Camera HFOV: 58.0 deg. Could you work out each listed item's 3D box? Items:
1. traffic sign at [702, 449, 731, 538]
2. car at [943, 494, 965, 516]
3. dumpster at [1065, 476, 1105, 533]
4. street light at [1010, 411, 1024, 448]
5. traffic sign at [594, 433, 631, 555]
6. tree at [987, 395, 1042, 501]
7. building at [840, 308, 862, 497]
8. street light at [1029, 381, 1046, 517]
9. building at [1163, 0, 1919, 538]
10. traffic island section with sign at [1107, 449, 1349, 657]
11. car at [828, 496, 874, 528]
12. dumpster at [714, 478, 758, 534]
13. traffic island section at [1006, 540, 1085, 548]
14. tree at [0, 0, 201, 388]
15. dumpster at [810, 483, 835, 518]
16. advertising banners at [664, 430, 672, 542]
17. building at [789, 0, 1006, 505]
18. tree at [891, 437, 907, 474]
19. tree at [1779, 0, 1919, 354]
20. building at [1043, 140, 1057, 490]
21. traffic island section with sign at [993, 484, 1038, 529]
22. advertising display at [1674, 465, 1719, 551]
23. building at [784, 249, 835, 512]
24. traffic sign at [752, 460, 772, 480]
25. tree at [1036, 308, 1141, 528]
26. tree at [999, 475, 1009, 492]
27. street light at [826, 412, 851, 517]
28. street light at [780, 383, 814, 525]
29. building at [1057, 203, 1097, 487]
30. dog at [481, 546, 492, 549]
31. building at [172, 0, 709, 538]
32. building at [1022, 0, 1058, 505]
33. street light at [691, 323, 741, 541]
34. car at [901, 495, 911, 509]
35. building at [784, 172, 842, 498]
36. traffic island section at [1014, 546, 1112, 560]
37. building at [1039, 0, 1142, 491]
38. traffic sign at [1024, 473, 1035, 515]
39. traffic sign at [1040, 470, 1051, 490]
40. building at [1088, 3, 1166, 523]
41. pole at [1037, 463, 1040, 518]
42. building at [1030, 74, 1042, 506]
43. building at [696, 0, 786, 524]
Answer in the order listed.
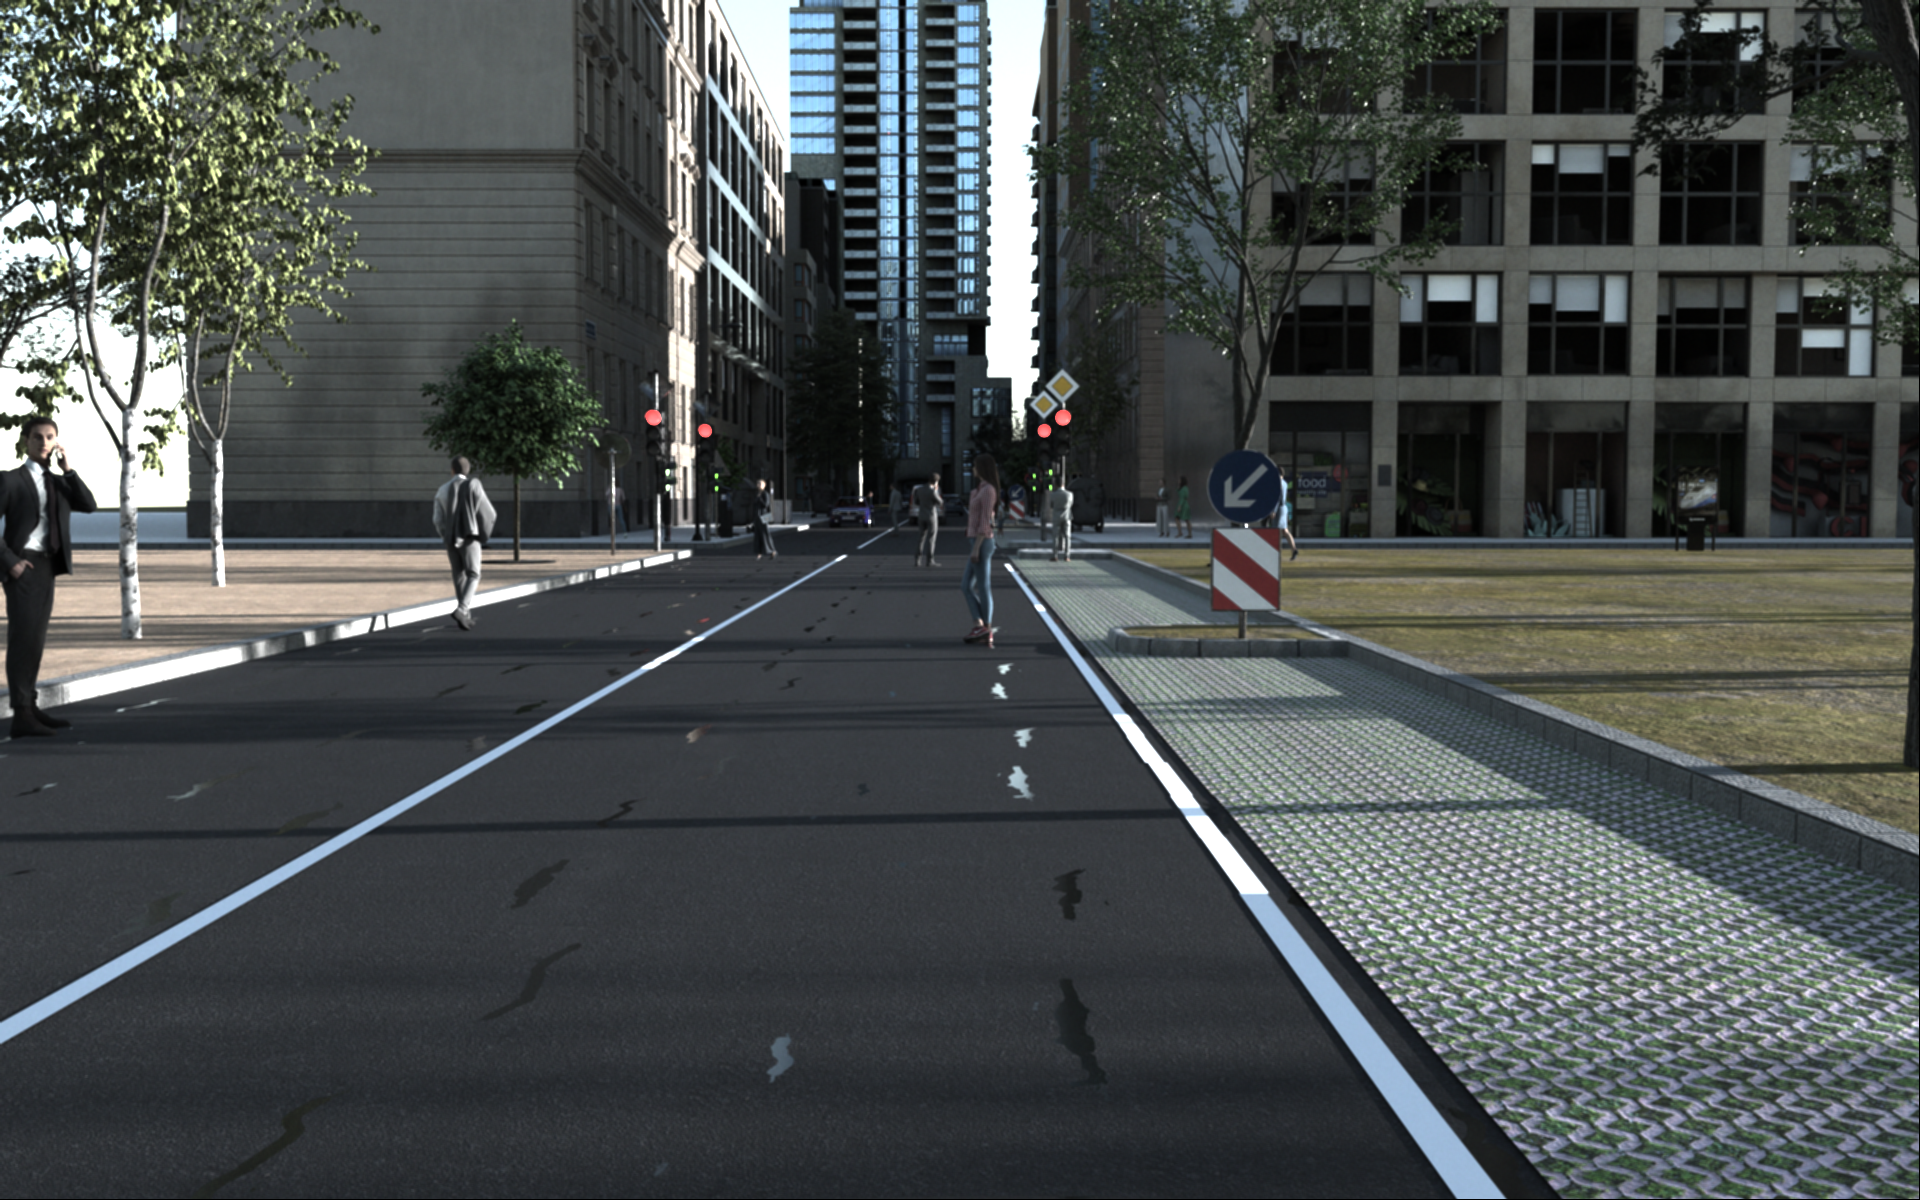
[{"bbox_3d":[-7.101,-3.086,50.457,0.884,2.594,0.081,0,4,7],"label":"traffic sign"},{"bbox_3d":[-0.640,-6.300,115.000,2.014,1.417,4.499,0,4,1],"label":"car"},{"bbox_3d":[4.171,-3.179,57.736,1.264,1.857,1.865,0,4,0],"label":"dumpster"},{"bbox_3d":[3.514,-7.583,96.531,1.470,5.913,1.316,0,4,0],"label":"street light"},{"bbox_3d":[-7.263,-2.207,36.186,0.768,2.556,0.104,0,4,1],"label":"traffic sign"},{"bbox_3d":[4.548,-10.885,128.327,4.360,8.622,3.978,0,3,0],"label":"tree"},{"bbox_3d":[-25.423,-20.563,181.237,28.899,21.520,27.650,0,4,0],"label":"building"},{"bbox_3d":[3.662,-6.037,71.239,1.470,5.913,1.316,0,4,0],"label":"street light"},{"bbox_3d":[25.145,-15.554,58.832,34.151,26.468,19.350,0,4,0],"label":"building"},{"bbox_3d":[2.400,-0.452,16.026,1.989,1.847,2.006,0,4,0],"label":"traffic island section with sign"},{"bbox_3d":[-4.654,-3.787,74.501,1.945,1.354,3.894,0,4,1],"label":"car"},{"bbox_3d":[-7.341,-3.114,56.668,1.264,1.857,1.865,0,4,0],"label":"dumpster"},{"bbox_3d":[2.285,-1.510,46.968,2.009,0.180,2.903,0,4,0],"label":"traffic island section"},{"bbox_3d":[-17.059,-5.890,30.720,8.767,10.594,7.601,1,4,16],"label":"tree"},{"bbox_3d":[-7.398,-5.349,93.215,1.264,1.857,1.865,0,3,0],"label":"dumpster"},{"bbox_3d":[-7.938,-3.116,47.134,0.090,3.025,2.074,0,4,-5],"label":"advertising banners"},{"bbox_3d":[-9.179,-55.382,218.161,31.000,86.520,22.319,0,4,0],"label":"building"},{"bbox_3d":[-7.615,-13.455,170.350,4.737,8.622,4.395,0,3,0],"label":"tree"},{"bbox_3d":[18.753,-6.451,31.237,9.928,11.665,9.643,0,3,0],"label":"tree"},{"bbox_3d":[13.830,-22.801,144.500,14.160,30.474,14.107,0,4,0],"label":"building"},{"bbox_3d":[2.205,-3.849,71.567,1.989,1.847,2.006,0,4,0],"label":"traffic island section with sign"},{"bbox_3d":[16.603,-2.070,39.054,0.974,1.923,0.123,0,4,-4],"label":"advertising display"},{"bbox_3d":[-24.641,-17.834,136.623,27.650,21.520,28.899,0,4,0],"label":"building"},{"bbox_3d":[-7.330,-3.918,64.166,0.768,2.556,0.104,0,4,6],"label":"traffic sign"},{"bbox_3d":[5.009,-7.088,66.256,4.737,8.622,4.395,0,3,0],"label":"tree"},{"bbox_3d":[4.139,-10.749,170.346,1.663,3.219,1.824,0,3,0],"label":"tree"},{"bbox_3d":[-6.836,-7.652,97.653,1.470,5.913,1.316,0,4,0],"label":"street light"},{"bbox_3d":[-6.791,-6.099,72.261,1.470,5.913,1.316,0,4,0],"label":"street light"},{"bbox_3d":[12.652,-16.848,111.615,11.583,22.565,21.152,0,4,0],"label":"building"},{"bbox_3d":[-11.556,-1.330,41.930,0.748,0.427,0.550,1,4,11],"label":"dog"},{"bbox_3d":[-16.722,-16.171,61.660,12.463,27.353,25.104,0,4,0],"label":"building"},{"bbox_3d":[22.062,-55.362,217.840,31.000,86.520,22.319,0,4,0],"label":"building"},{"bbox_3d":[-6.651,-4.572,47.287,1.470,5.913,1.316,0,4,0],"label":"street light"},{"bbox_3d":[-4.569,-7.831,140.610,1.945,1.354,3.894,0,4,0],"label":"car"},{"bbox_3d":[-18.308,-23.617,157.834,14.160,30.474,14.107,0,4,0],"label":"building"},{"bbox_3d":[2.312,-1.022,38.983,2.009,0.180,2.903,0,4,0],"label":"traffic island section"},{"bbox_3d":[14.472,-31.074,158.176,14.600,45.320,14.200,0,4,0],"label":"building"},{"bbox_3d":[4.090,-6.093,99.732,0.768,2.556,0.104,0,4,1],"label":"traffic sign"},{"bbox_3d":[4.277,-5.328,87.219,0.768,2.556,0.104,0,4,7],"label":"traffic sign"},{"bbox_3d":[13.569,-17.806,88.388,12.463,27.353,25.104,0,4,0],"label":"building"},{"bbox_3d":[4.274,-6.139,94.210,0.158,3.312,0.155,0,3,0],"label":"pole"},{"bbox_3d":[18.598,-32.115,179.701,22.147,44.769,28.867,0,4,0],"label":"building"},{"bbox_3d":[-20.510,-17.540,91.297,19.350,26.468,34.151,0,4,0],"label":"building"}]
